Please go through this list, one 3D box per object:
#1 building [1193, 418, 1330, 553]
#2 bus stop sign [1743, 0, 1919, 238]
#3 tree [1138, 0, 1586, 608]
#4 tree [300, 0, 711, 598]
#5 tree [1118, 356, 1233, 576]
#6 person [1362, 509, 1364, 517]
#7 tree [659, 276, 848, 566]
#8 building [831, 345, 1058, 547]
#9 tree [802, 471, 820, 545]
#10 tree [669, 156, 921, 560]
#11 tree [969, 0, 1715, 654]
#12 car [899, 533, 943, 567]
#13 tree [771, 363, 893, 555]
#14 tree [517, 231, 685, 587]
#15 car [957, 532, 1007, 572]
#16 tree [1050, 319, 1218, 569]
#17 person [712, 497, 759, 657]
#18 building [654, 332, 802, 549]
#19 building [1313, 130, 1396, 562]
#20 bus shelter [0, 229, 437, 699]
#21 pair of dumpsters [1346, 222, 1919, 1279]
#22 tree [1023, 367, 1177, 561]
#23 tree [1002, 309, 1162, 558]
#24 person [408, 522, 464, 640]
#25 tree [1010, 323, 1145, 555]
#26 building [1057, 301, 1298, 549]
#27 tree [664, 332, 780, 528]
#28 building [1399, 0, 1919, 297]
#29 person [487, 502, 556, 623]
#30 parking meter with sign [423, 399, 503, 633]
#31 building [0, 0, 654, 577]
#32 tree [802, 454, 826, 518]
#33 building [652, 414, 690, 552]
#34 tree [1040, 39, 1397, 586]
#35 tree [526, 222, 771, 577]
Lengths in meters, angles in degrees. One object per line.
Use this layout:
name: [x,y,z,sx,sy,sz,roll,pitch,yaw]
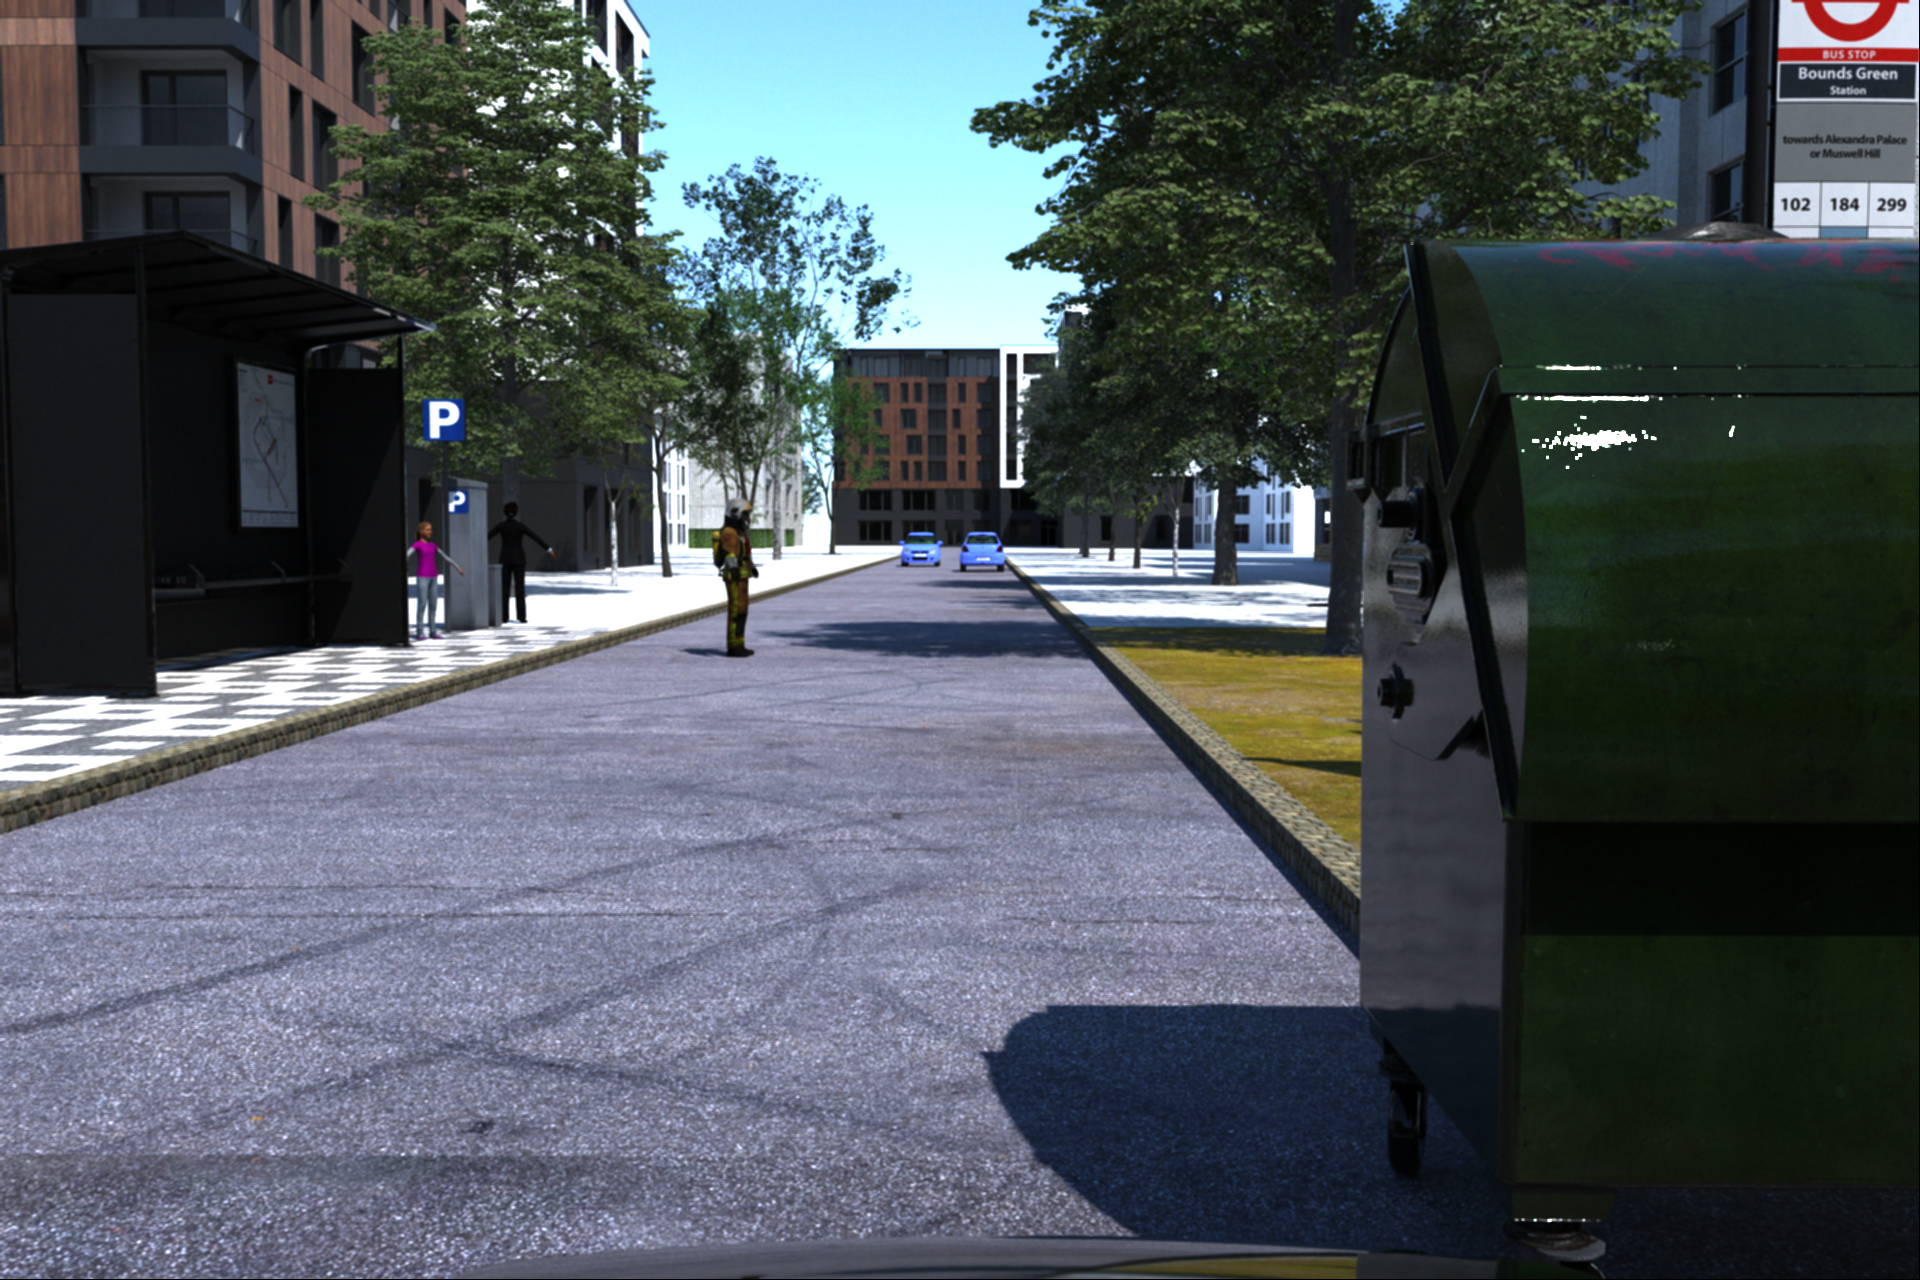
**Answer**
building: [24.150,-11.736,134.027,9.099,9.664,28.070,0,4,1]
bus stop sign: [3.482,-1.128,7.149,0.855,3.939,0.416,0,4,1]
tree: [6.827,-6.397,30.342,9.928,11.665,9.643,0,3,0]
tree: [-8.872,-7.107,34.330,7.486,12.596,7.792,0,3,0]
tree: [6.581,-6.252,52.583,4.737,8.622,4.395,0,3,0]
person: [7.568,-1.660,33.283,0.704,1.843,1.345,1,4,22]
tree: [-8.392,-8.753,68.872,9.928,11.665,9.643,0,3,0]
building: [2.222,-21.618,199.884,32.646,21.610,27.936,0,4,0]
tree: [-17.939,-14.961,194.971,4.737,8.622,4.395,0,3,0]
tree: [-8.329,-14.037,85.395,12.611,20.169,13.585,0,3,0]
tree: [3.973,-6.153,18.725,7.486,12.596,7.792,0,3,0]
car: [-1.732,-4.143,77.330,1.945,1.707,3.694,0,4,1]
tree: [-7.984,-11.078,106.875,9.928,11.665,9.643,0,3,0]
tree: [-8.350,-5.622,42.279,4.360,8.622,3.978,0,3,0]
car: [0.839,-3.486,66.585,1.945,1.707,3.694,0,4,0]
tree: [6.858,-7.923,63.951,7.601,10.594,8.767,-2,4,-27]
person: [-2.581,-0.737,20.276,0.705,1.858,1.354,0,4,3]
building: [-25.367,-18.423,167.678,16.747,18.905,31.486,0,4,1]
building: [21.787,-13.696,80.357,16.016,20.090,11.380,0,4,0]
bus shelter: [-6.788,-1.544,16.525,1.731,3.624,6.357,0,4,1]
pair of dumpsters: [3.036,0.095,3.391,4.436,2.255,1.574,0,4,1]
tree: [7.122,-8.966,81.004,8.767,10.594,7.601,0,4,-1]
tree: [6.857,-11.136,92.449,12.009,13.543,11.850,0,3,0]
person: [-6.430,-0.718,21.011,0.599,1.433,0.991,2,4,33]
tree: [7.754,-12.229,106.601,9.857,13.997,8.962,0,3,0]
building: [23.355,-19.847,168.477,27.936,21.610,32.646,0,4,1]
tree: [-8.118,-6.842,62.232,4.360,8.622,3.978,0,3,0]
building: [23.364,-10.873,44.237,16.747,18.905,31.486,0,4,1]
person: [-6.431,-1.116,24.963,1.216,1.740,0.721,0,4,1]
parking meter with sign: [-6.609,-1.649,23.223,0.543,3.016,1.738,0,4,2]
building: [-26.764,-12.929,55.364,27.936,21.610,32.646,0,4,0]
tree: [-19.049,-16.349,201.710,7.601,10.594,8.767,0,4,3]
building: [-25.700,-11.833,135.618,9.099,9.664,28.070,0,4,0]
tree: [6.716,-8.335,42.935,9.857,13.997,8.962,0,3,0]
tree: [-9.019,-7.136,51.083,7.601,10.594,8.767,0,4,2]
